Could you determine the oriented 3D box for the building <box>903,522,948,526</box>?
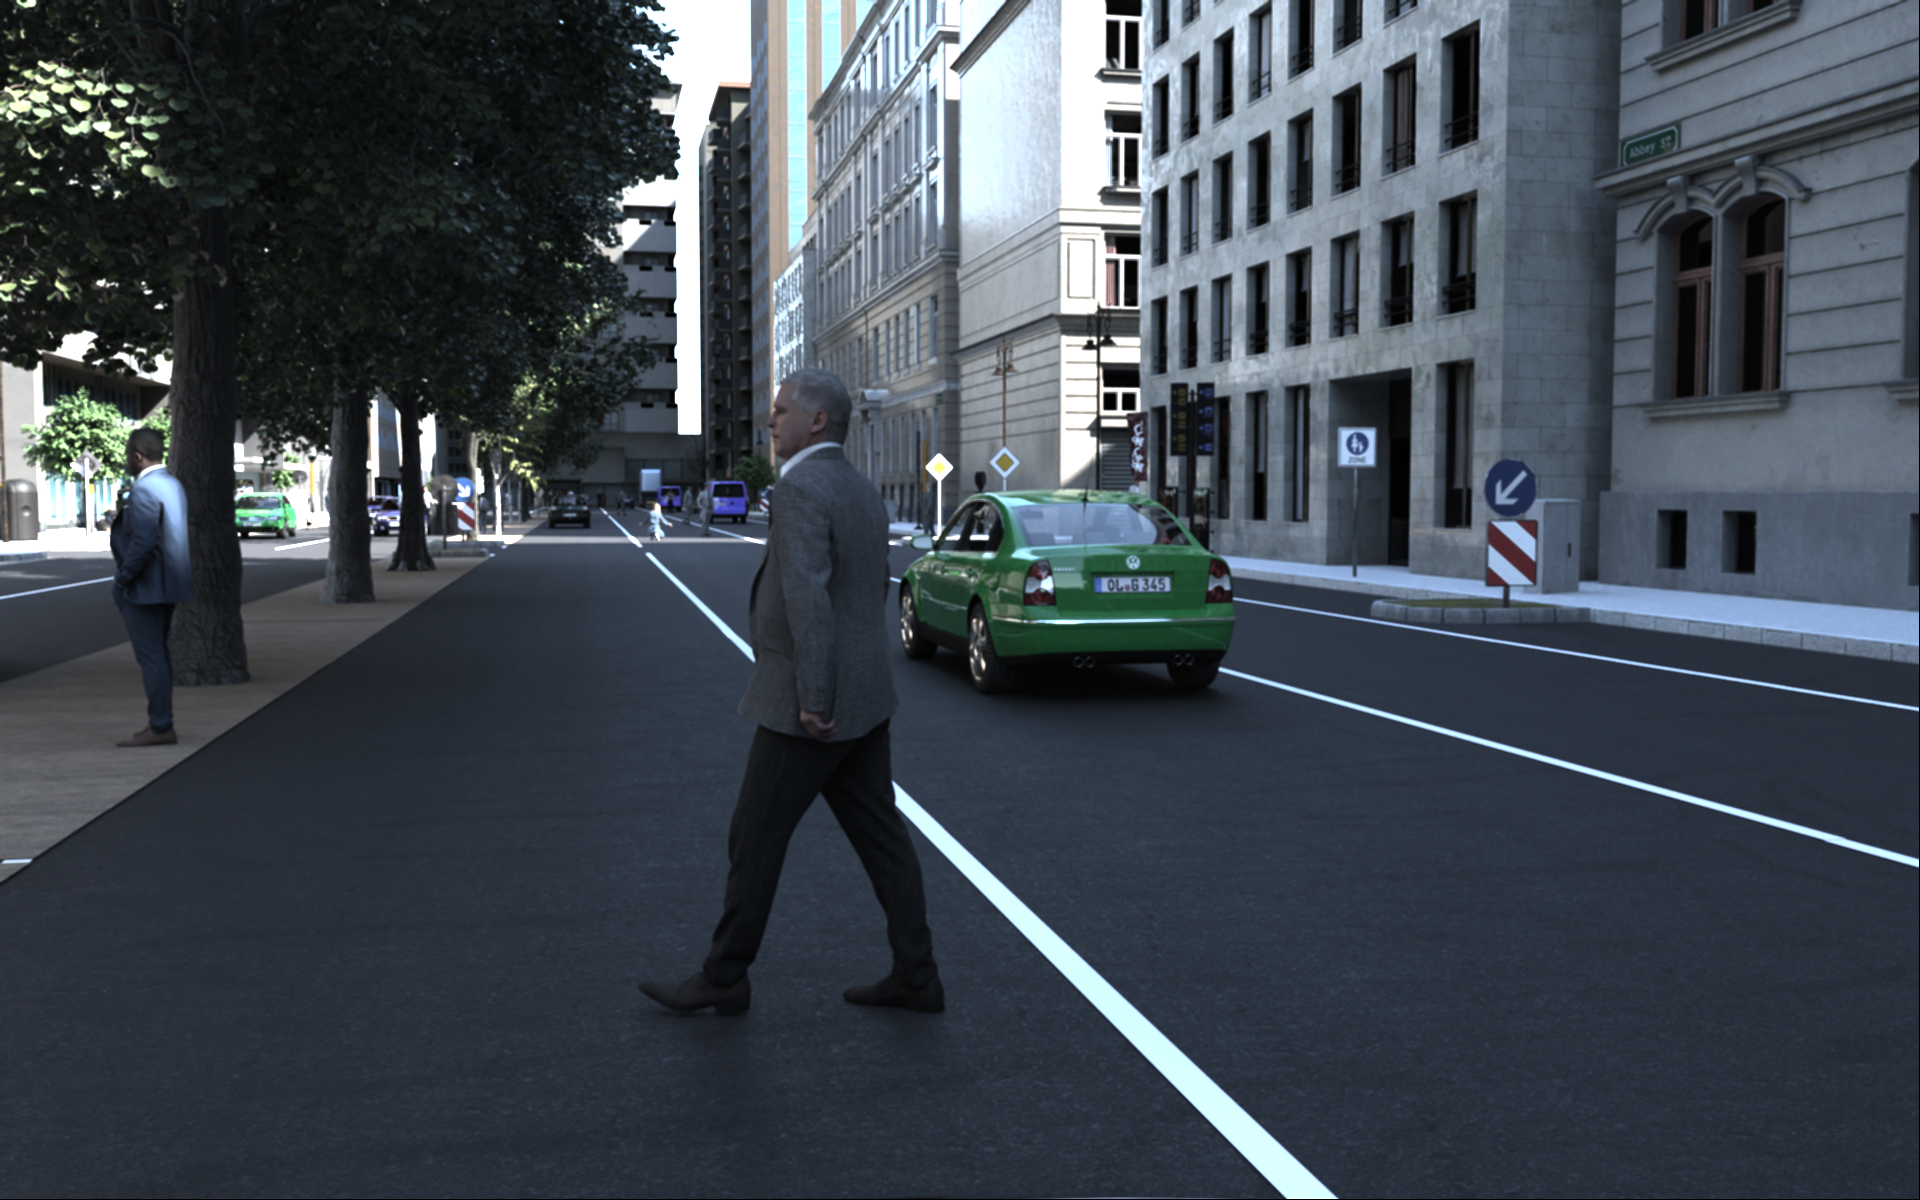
[{"bbox_3d":[3.357,-17.945,79.300,13.634,28.700,20.117,-1,4,-12],"label":"building"}]

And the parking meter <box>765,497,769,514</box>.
[{"bbox_3d":[-12.649,-6.470,114.196,0.372,1.533,0.369,0,3,0],"label":"parking meter"}]

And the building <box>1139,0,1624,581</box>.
[{"bbox_3d":[11.139,-10.956,33.880,10.420,20.320,16.860,-1,4,-12],"label":"building"}]

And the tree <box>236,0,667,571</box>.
[{"bbox_3d":[-10.266,-6.891,32.134,9.611,12.733,9.660,0,3,0],"label":"tree"}]

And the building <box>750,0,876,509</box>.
[{"bbox_3d":[-9.065,-29.847,138.116,14.600,45.320,14.200,-1,4,-12],"label":"building"}]

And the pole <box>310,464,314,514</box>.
[{"bbox_3d":[-42.369,-7.303,113.250,0.158,3.312,0.155,0,3,0],"label":"pole"}]

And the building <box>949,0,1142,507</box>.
[{"bbox_3d":[15.387,-13.973,61.744,30.059,22.955,16.112,-1,4,-12],"label":"building"}]

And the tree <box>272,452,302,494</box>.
[{"bbox_3d":[-45.339,-8.050,115.334,4.285,4.588,4.351,0,3,0],"label":"tree"}]

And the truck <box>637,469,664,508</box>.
[{"bbox_3d":[-32.402,-11.832,183.215,2.967,4.110,18.799,-1,4,-12],"label":"truck"}]

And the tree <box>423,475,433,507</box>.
[{"bbox_3d":[-52.211,-10.841,171.847,1.663,3.219,1.824,0,3,0],"label":"tree"}]

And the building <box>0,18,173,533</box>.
[{"bbox_3d":[-42.682,-26.873,63.076,21.300,48.544,21.600,-1,4,-12],"label":"building"}]

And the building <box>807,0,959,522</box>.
[{"bbox_3d":[-0.830,-19.146,98.940,13.634,28.700,20.117,-1,4,-12],"label":"building"}]

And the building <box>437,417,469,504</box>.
[{"bbox_3d":[-72.319,-31.891,213.292,23.993,40.220,32.217,-1,4,-12],"label":"building"}]

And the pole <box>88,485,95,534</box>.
[{"bbox_3d":[-27.954,-3.779,55.626,0.158,3.312,0.155,0,3,0],"label":"pole"}]

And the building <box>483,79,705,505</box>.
[{"bbox_3d":[-47.013,-38.436,217.674,27.495,52.752,28.713,-1,4,-12],"label":"building"}]

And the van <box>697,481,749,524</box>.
[{"bbox_3d":[-11.784,-4.997,86.085,2.240,2.365,5.245,-1,4,-14],"label":"van"}]

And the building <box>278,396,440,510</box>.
[{"bbox_3d":[-65.743,-45.257,178.198,20.611,71.187,20.563,-1,4,-12],"label":"building"}]

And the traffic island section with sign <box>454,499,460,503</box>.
[{"bbox_3d":[-49.638,-9.939,171.132,1.989,1.847,2.006,-1,4,-12],"label":"traffic island section with sign"}]

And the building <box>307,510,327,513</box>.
[{"bbox_3d":[-54.039,-41.970,124.459,20.563,71.187,20.611,-1,4,-12],"label":"building"}]

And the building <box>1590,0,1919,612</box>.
[{"bbox_3d":[17.551,-13.883,14.376,14.401,28.519,23.554,-1,4,-12],"label":"building"}]

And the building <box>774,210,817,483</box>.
[{"bbox_3d":[-6.452,-16.037,116.958,10.420,20.320,16.860,-1,4,-12],"label":"building"}]

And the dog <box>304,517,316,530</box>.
[{"bbox_3d":[-25.936,-3.047,69.110,0.540,0.507,0.406,0,4,-5],"label":"dog"}]

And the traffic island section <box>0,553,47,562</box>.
[{"bbox_3d":[-21.104,-0.927,37.431,2.009,0.180,2.903,-1,4,-12],"label":"traffic island section"}]

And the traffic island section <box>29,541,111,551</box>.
[{"bbox_3d":[-22.789,-1.404,45.237,2.009,0.180,2.903,-1,4,-12],"label":"traffic island section"}]

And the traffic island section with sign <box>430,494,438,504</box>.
[{"bbox_3d":[-43.951,-8.327,144.781,1.989,1.847,2.006,-1,4,-12],"label":"traffic island section with sign"}]

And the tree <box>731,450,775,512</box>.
[{"bbox_3d":[-15.141,-8.796,127.520,4.285,4.588,4.351,0,3,0],"label":"tree"}]

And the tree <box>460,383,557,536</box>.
[{"bbox_3d":[-15.565,-6.448,58.246,4.737,8.622,4.395,0,3,0],"label":"tree"}]

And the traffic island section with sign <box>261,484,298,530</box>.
[{"bbox_3d":[-27.664,-3.714,69.358,1.989,1.847,2.006,-1,4,-12],"label":"traffic island section with sign"}]

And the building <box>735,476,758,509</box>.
[{"bbox_3d":[-4.140,-28.588,159.299,32.217,40.220,23.993,-1,4,-12],"label":"building"}]

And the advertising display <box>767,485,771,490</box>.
[{"bbox_3d":[-13.598,-7.258,123.874,0.123,1.923,0.974,-2,4,-24],"label":"advertising display"}]

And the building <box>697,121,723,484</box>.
[{"bbox_3d":[-22.074,-36.385,218.595,21.600,48.544,21.300,-1,4,-12],"label":"building"}]

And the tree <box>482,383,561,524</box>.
[{"bbox_3d":[-21.033,-7.929,82.460,4.360,8.622,3.978,0,3,0],"label":"tree"}]

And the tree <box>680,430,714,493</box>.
[{"bbox_3d":[-30.123,-15.235,199.461,4.360,8.622,3.978,0,3,0],"label":"tree"}]

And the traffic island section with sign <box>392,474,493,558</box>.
[{"bbox_3d":[-11.862,-1.928,39.658,2.006,1.907,1.989,-1,4,-12],"label":"traffic island section with sign"}]

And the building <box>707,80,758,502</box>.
[{"bbox_3d":[-15.205,-32.394,184.259,22.147,44.769,28.867,-1,4,-12],"label":"building"}]

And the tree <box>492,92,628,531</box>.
[{"bbox_3d":[-19.446,-12.809,67.769,12.611,20.169,13.585,0,3,0],"label":"tree"}]

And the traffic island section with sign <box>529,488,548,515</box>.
[{"bbox_3d":[-29.275,-6.863,120.353,2.006,1.907,1.989,-1,4,-12],"label":"traffic island section with sign"}]

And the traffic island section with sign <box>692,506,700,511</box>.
[{"bbox_3d":[-22.269,-8.679,150.533,1.989,1.847,2.006,-1,4,-12],"label":"traffic island section with sign"}]

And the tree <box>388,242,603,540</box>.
[{"bbox_3d":[-14.203,-7.478,50.471,9.928,11.665,9.643,0,3,0],"label":"tree"}]

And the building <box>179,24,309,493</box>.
[{"bbox_3d":[-52.150,-30.881,94.144,28.713,52.752,27.495,-1,4,-12],"label":"building"}]

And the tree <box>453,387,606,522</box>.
[{"bbox_3d":[-22.297,-9.264,88.338,8.767,10.594,7.601,-1,4,-12],"label":"tree"}]

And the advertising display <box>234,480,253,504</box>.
[{"bbox_3d":[-32.330,-4.451,77.984,0.974,1.923,0.123,-3,4,-38],"label":"advertising display"}]

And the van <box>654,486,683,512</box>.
[{"bbox_3d":[-23.786,-8.385,141.479,2.240,2.365,5.245,-1,4,-12],"label":"van"}]

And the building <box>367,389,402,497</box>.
[{"bbox_3d":[-58.544,-31.020,157.286,14.600,45.320,14.200,-1,4,-12],"label":"building"}]

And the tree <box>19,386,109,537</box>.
[{"bbox_3d":[-26.349,-4.194,52.282,4.285,4.588,4.351,0,3,0],"label":"tree"}]

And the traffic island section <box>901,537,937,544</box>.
[{"bbox_3d":[-0.556,-1.696,50.012,2.009,0.180,2.903,-1,4,-12],"label":"traffic island section"}]

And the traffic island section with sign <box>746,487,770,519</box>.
[{"bbox_3d":[-11.574,-5.654,101.063,1.989,1.847,2.006,-1,4,-12],"label":"traffic island section with sign"}]

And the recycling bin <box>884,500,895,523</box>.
[{"bbox_3d":[-3.343,-3.908,76.452,0.722,1.027,0.722,3,5,43],"label":"recycling bin"}]

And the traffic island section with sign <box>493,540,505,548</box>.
[{"bbox_3d":[-13.415,-2.371,46.901,2.006,1.907,1.989,-1,4,-12],"label":"traffic island section with sign"}]

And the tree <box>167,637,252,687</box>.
[{"bbox_3d":[-5.786,-6.342,12.812,9.857,13.997,8.962,0,3,0],"label":"tree"}]

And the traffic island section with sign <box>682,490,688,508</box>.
[{"bbox_3d":[-28.052,-10.323,177.408,1.989,1.847,2.006,-1,4,-12],"label":"traffic island section with sign"}]

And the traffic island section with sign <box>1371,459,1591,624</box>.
[{"bbox_3d":[5.893,-0.702,20.111,1.989,1.847,2.006,-1,4,-12],"label":"traffic island section with sign"}]
